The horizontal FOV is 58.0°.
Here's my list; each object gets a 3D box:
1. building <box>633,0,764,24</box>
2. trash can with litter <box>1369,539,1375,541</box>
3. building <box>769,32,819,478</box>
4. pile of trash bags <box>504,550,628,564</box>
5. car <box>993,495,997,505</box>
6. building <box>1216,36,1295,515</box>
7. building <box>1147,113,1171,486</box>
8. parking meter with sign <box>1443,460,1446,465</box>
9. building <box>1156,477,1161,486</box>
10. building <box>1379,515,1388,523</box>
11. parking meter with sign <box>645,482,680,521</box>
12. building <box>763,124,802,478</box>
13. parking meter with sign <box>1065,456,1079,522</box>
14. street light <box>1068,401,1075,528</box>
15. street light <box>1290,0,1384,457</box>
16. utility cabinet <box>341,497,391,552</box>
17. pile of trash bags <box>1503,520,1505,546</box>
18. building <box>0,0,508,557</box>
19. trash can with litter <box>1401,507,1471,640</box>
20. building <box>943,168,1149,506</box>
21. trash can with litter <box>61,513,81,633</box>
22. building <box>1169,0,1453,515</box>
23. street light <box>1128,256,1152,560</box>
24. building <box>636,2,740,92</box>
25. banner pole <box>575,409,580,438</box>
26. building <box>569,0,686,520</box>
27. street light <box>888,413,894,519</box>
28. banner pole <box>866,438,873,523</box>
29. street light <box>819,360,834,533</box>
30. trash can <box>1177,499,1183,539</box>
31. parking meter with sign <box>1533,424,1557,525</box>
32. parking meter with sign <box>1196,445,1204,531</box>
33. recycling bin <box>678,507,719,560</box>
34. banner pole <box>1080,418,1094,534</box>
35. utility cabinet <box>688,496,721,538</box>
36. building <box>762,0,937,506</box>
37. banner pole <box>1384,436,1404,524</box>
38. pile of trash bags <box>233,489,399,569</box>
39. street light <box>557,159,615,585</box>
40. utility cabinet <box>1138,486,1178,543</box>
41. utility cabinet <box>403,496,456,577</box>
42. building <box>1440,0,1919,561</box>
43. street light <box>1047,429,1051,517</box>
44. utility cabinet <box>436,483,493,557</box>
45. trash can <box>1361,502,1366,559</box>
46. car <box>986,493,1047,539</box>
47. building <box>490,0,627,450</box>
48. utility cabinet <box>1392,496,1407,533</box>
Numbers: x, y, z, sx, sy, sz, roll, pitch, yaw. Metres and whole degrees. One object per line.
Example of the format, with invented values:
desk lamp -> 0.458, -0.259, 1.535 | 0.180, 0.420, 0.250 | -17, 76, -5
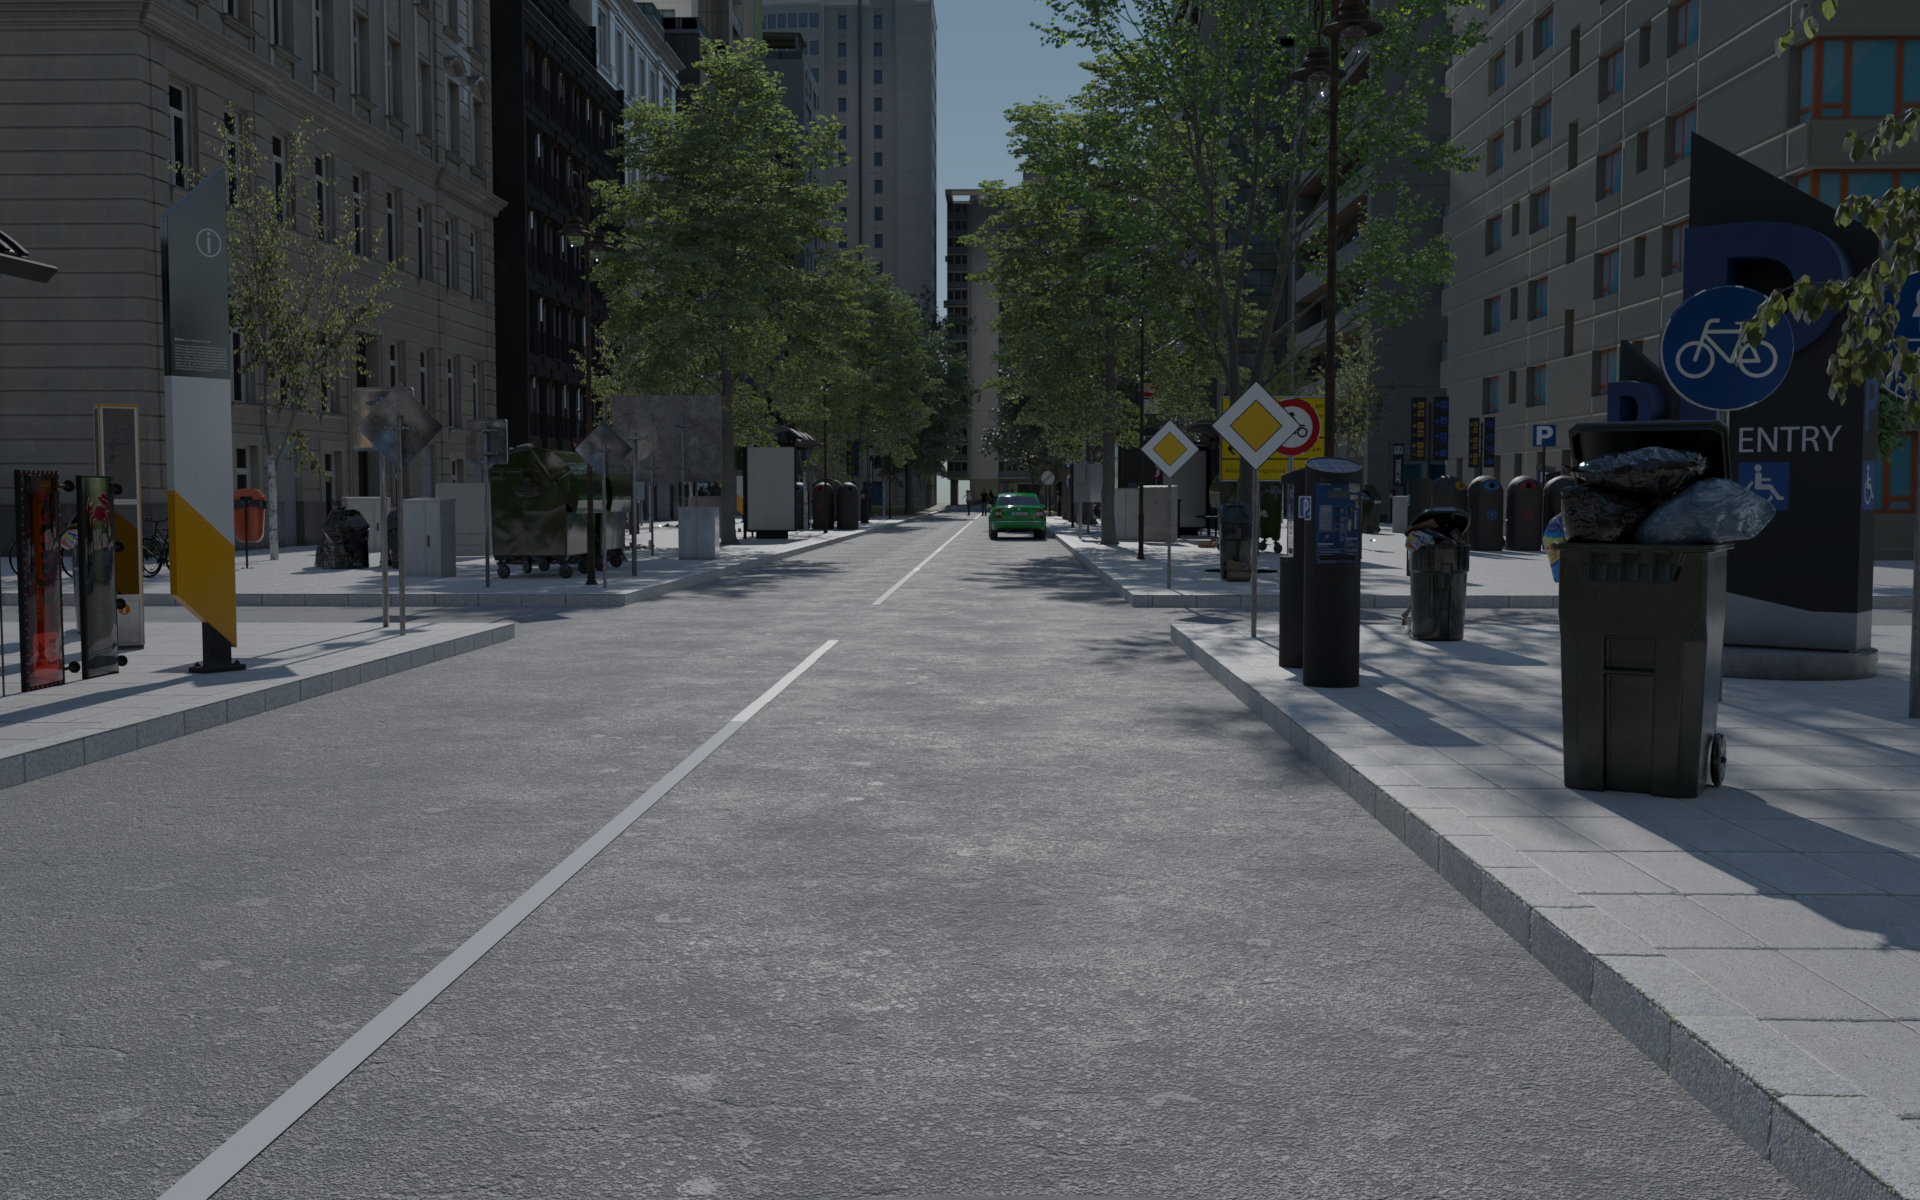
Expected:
building -> -21.390, -26.690, 119.978 | 14.154, 41.232, 14.086 | 0, 4, 1
trash can with litter -> 10.225, -2.226, 47.452 | 2.233, 1.210, 1.678 | 2, 4, 35
building -> -20.107, -28.934, 156.672 | 14.086, 41.232, 14.154 | 0, 4, 1
pile of trash bags -> -7.222, -1.425, 33.044 | 1.912, 1.369, 3.447 | 1, 4, 11
car -> 3.349, -7.922, 142.111 | 1.945, 1.354, 3.894 | 0, 4, 2
building -> 23.656, -20.892, 113.283 | 14.160, 30.474, 14.107 | 0, 4, 1
building -> 29.055, -33.583, 199.187 | 14.200, 45.320, 14.600 | 0, 4, 1
parking meter with sign -> 20.631, -4.558, 70.791 | 0.543, 3.016, 1.738 | -3, 5, -40
building -> 28.429, -43.582, 150.818 | 20.563, 71.187, 20.611 | 0, 4, 1
building -> 29.170, -28.304, 86.473 | 21.300, 48.544, 21.600 | 0, 4, 1
parking meter with sign -> -14.222, -5.279, 82.566 | 1.738, 3.016, 0.543 | -3, 4, -37
building -> -20.150, -22.202, 134.699 | 14.160, 30.474, 14.107 | 0, 4, 1
parking meter with sign -> 5.277, -5.118, 79.943 | 0.543, 3.016, 1.738 | 1, 4, 15
street light -> 4.300, -5.700, 65.977 | 0.468, 5.910, 1.993 | 0, 4, 1
street light -> 3.005, -2.522, 14.016 | 0.468, 5.910, 1.993 | 0, 4, 1
utility cabinet -> -13.182, -1.672, 38.492 | 1.020, 1.237, 0.306 | -3, 5, -44
pile of trash bags -> 12.645, -2.025, 42.856 | 1.912, 1.369, 3.447 | 2, 4, 30
building -> -21.678, -15.245, 46.522 | 12.463, 27.353, 25.104 | 0, 4, 1
trash can with litter -> 4.162, -0.250, 15.468 | 0.624, 1.170, 1.055 | 0, 4, 0
building -> 10.180, -31.586, 208.308 | 23.993, 40.220, 32.217 | 0, 4, 1
trash can with litter -> -8.074, -0.290, 16.130 | 0.624, 1.170, 1.055 | -2, 4, -33
building -> 27.493, -30.994, 130.461 | 21.300, 48.544, 21.600 | 0, 4, 1
street light -> 3.548, -3.731, 33.790 | 0.468, 5.910, 1.993 | 0, 4, 1
building -> -21.360, -20.454, 106.127 | 14.160, 30.474, 14.107 | 0, 4, 1
banner pole -> -11.222, -3.728, 50.964 | 0.401, 3.779, 0.863 | -1, 4, -14
building -> -21.828, -18.291, 84.958 | 13.634, 28.700, 20.117 | 0, 4, 1
street light -> -3.615, -7.118, 89.169 | 0.468, 5.910, 1.993 | 0, 4, 1
banner pole -> -4.039, -5.349, 77.467 | 0.401, 3.779, 0.863 | 1, 4, 20
street light -> -4.403, -5.124, 56.562 | 0.468, 5.910, 1.993 | 0, 4, 1
trash can -> 5.730, -2.191, 47.476 | 0.748, 1.137, 0.748 | 0, 3, 0
parking meter with sign -> 15.009, -2.937, 44.279 | 0.543, 3.016, 1.738 | 2, 4, 25
parking meter with sign -> 8.377, -3.979, 61.317 | 0.543, 3.016, 1.738 | 0, 4, 3
recycling bin -> -5.149, -1.321, 34.156 | 0.722, 1.027, 0.722 | 0, 4, 0
banner pole -> 4.019, -4.006, 55.521 | 0.401, 3.779, 0.863 | 2, 4, 29
utility cabinet -> -7.412, -2.408, 50.525 | 1.020, 1.237, 0.306 | -3, 4, -36
building -> -16.853, -40.433, 203.073 | 28.212, 58.520, 21.231 | 0, 4, 1
banner pole -> 18.788, -5.191, 74.884 | 0.863, 3.779, 0.401 | 2, 4, 27
pile of trash bags -> -10.936, -1.255, 30.268 | 3.447, 1.369, 1.912 | -1, 4, -11
street light -> -5.219, -3.153, 24.344 | 0.468, 5.910, 1.993 | 0, 4, 1
utility cabinet -> 5.165, -2.242, 45.336 | 0.318, 1.500, 1.173 | -3, 4, -38
utility cabinet -> -8.304, -0.972, 27.047 | 1.020, 1.237, 0.306 | 3, 4, 37
building -> 30.937, -12.305, 46.224 | 28.899, 21.520, 27.650 | 0, 4, 1
street light -> 5.099, -7.669, 98.171 | 0.468, 5.910, 1.993 | 0, 4, 1
utility cabinet -> -10.015, -1.621, 35.187 | 1.173, 1.500, 0.318 | -2, 4, -26
trash can -> 7.261, -1.280, 32.583 | 0.748, 1.137, 0.748 | 0, 3, 0
car -> 1.829, -2.896, 56.143 | 1.959, 1.807, 4.718 | 0, 4, 0
building -> -20.785, -14.520, 67.086 | 12.332, 23.373, 15.834 | 0, 4, 1
utility cabinet -> 14.790, -2.811, 57.129 | 1.020, 1.237, 0.306 | 3, 4, 39
